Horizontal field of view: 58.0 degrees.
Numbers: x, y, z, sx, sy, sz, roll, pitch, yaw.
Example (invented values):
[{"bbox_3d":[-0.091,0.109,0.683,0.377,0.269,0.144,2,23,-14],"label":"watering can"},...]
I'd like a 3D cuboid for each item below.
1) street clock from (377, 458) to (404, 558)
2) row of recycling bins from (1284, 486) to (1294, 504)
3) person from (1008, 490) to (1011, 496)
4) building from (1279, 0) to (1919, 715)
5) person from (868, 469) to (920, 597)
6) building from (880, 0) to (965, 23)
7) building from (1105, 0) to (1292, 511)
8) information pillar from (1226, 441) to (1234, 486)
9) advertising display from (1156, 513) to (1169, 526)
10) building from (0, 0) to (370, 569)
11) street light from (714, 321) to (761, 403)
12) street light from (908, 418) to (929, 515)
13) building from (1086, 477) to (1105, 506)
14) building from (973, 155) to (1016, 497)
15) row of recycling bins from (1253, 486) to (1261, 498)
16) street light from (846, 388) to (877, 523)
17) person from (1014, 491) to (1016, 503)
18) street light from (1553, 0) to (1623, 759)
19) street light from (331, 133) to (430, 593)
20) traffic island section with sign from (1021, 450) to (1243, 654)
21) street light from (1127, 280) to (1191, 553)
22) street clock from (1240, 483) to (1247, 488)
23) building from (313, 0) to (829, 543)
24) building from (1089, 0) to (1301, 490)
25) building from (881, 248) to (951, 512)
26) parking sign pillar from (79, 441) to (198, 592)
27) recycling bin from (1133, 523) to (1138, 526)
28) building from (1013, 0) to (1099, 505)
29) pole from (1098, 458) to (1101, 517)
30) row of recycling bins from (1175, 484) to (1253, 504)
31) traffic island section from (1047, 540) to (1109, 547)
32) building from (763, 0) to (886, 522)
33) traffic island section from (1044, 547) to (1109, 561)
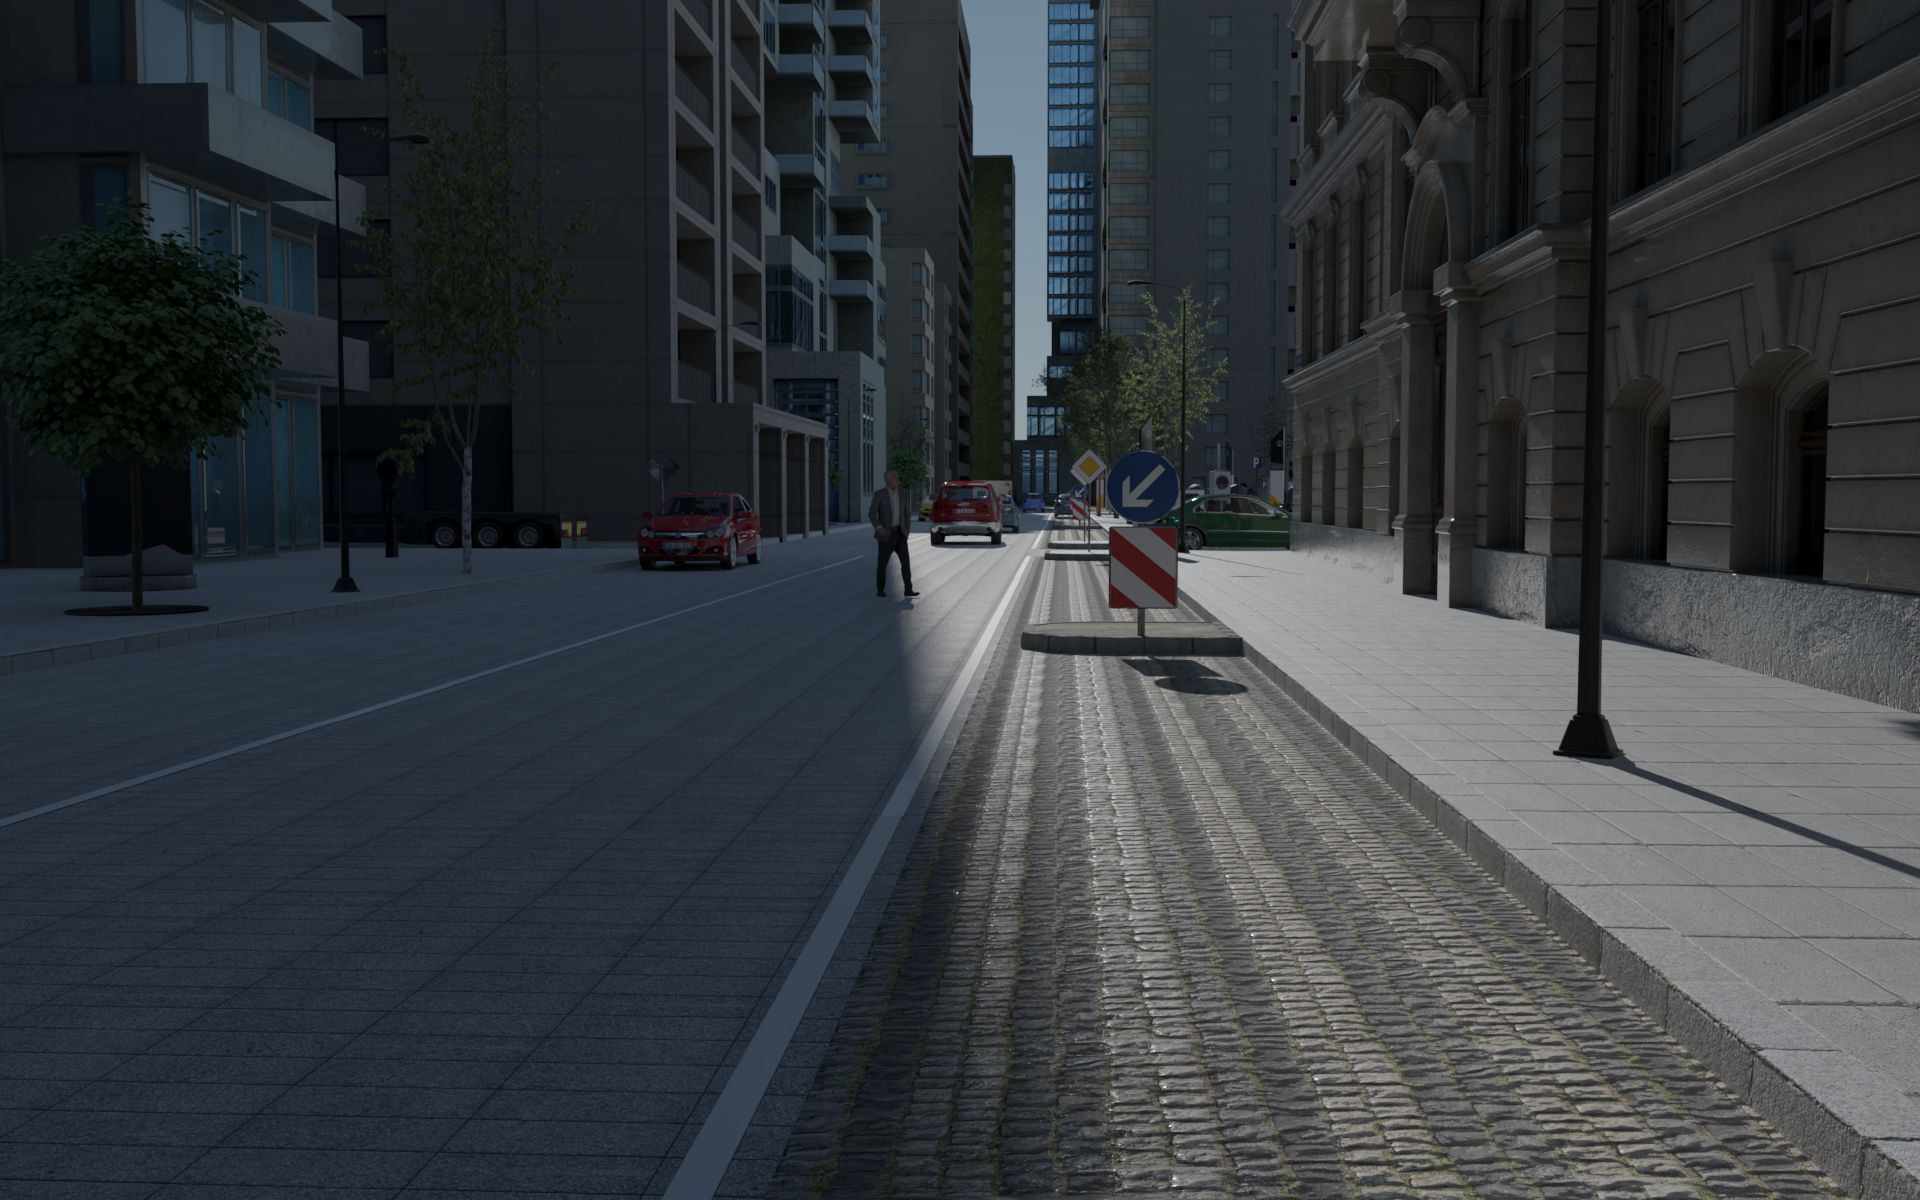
[{"bbox_3d":[-11.472,-1.856,34.923,0.471,2.002,0.358,1,4,13],"label":"street clock"},{"bbox_3d":[14.950,-4.112,74.339,3.534,1.692,1.069,2,4,34],"label":"row of recycling bins"},{"bbox_3d":[5.172,-10.421,178.872,0.705,1.826,1.348,1,4,18],"label":"person"},{"bbox_3d":[11.374,-12.289,20.009,14.460,24.649,34.723,0,4,3],"label":"building"},{"bbox_3d":[-0.902,-0.925,24.022,0.661,1.777,0.834,-3,4,-36],"label":"person"},{"bbox_3d":[-10.198,-32.906,161.722,21.300,48.544,21.600,0,4,3],"label":"building"},{"bbox_3d":[18.849,-27.921,140.101,14.154,41.232,14.086,0,4,3],"label":"building"},{"bbox_3d":[11.789,-5.166,75.813,0.183,3.616,0.504,-2,4,-26],"label":"information pillar"},{"bbox_3d":[4.212,-1.883,35.999,0.123,1.923,0.974,1,4,15],"label":"advertising display"},{"bbox_3d":[-27.809,-25.057,29.291,30.456,49.044,23.786,0,4,3],"label":"building"},{"bbox_3d":[-6.036,-4.530,46.606,1.470,5.913,1.316,0,4,3],"label":"street light"},{"bbox_3d":[-2.565,-8.153,105.848,1.470,5.913,1.316,0,4,3],"label":"street light"},{"bbox_3d":[23.784,-45.617,184.095,20.563,71.187,20.611,0,4,3],"label":"building"},{"bbox_3d":[-0.275,-32.316,211.953,14.086,41.232,14.154,0,4,3],"label":"building"},{"bbox_3d":[14.403,-5.133,91.036,1.069,1.692,3.534,-3,5,-39],"label":"row of recycling bins"},{"bbox_3d":[-4.351,-6.344,76.260,1.470,5.913,1.316,0,4,3],"label":"street light"},{"bbox_3d":[6.354,-11.625,198.510,0.705,1.831,1.348,0,4,2],"label":"person"},{"bbox_3d":[2.561,-2.194,8.409,1.470,5.913,1.316,0,4,3],"label":"street light"},{"bbox_3d":[-7.518,-3.056,22.501,1.470,5.913,1.316,0,4,3],"label":"street light"},{"bbox_3d":[1.581,-0.473,16.356,1.989,1.847,2.006,0,4,3],"label":"traffic island section with sign"},{"bbox_3d":[4.328,-3.988,37.742,1.470,5.913,1.316,0,4,3],"label":"street light"},{"bbox_3d":[18.447,-6.620,112.806,0.471,2.002,0.358,-2,4,-30],"label":"street clock"},{"bbox_3d":[-15.103,-37.734,55.208,20.563,71.187,20.611,0,4,3],"label":"building"},{"bbox_3d":[26.469,-34.914,160.088,28.713,52.752,27.495,0,4,3],"label":"building"},{"bbox_3d":[-15.401,-17.868,137.175,27.650,21.520,28.899,0,4,3],"label":"building"},{"bbox_3d":[-11.107,-2.131,23.315,1.447,3.967,1.447,-2,4,-35],"label":"parking sign pillar"},{"bbox_3d":[5.784,-2.483,53.155,0.722,1.027,0.722,-3,5,-40],"label":"recycling bin"},{"bbox_3d":[22.473,-55.089,213.383,31.000,86.520,22.319,0,4,3],"label":"building"},{"bbox_3d":[7.866,-6.343,97.557,0.158,3.312,0.155,0,3,0],"label":"pole"},{"bbox_3d":[10.493,-4.072,73.686,3.534,1.692,1.069,-1,4,-10],"label":"row of recycling bins"},{"bbox_3d":[3.348,-1.469,46.294,2.009,0.180,2.903,0,4,3],"label":"traffic island section"},{"bbox_3d":[-14.715,-47.653,91.797,22.319,86.520,31.000,0,4,3],"label":"building"},{"bbox_3d":[2.877,-0.981,38.322,2.009,0.180,2.903,0,4,3],"label":"traffic island section"}]
